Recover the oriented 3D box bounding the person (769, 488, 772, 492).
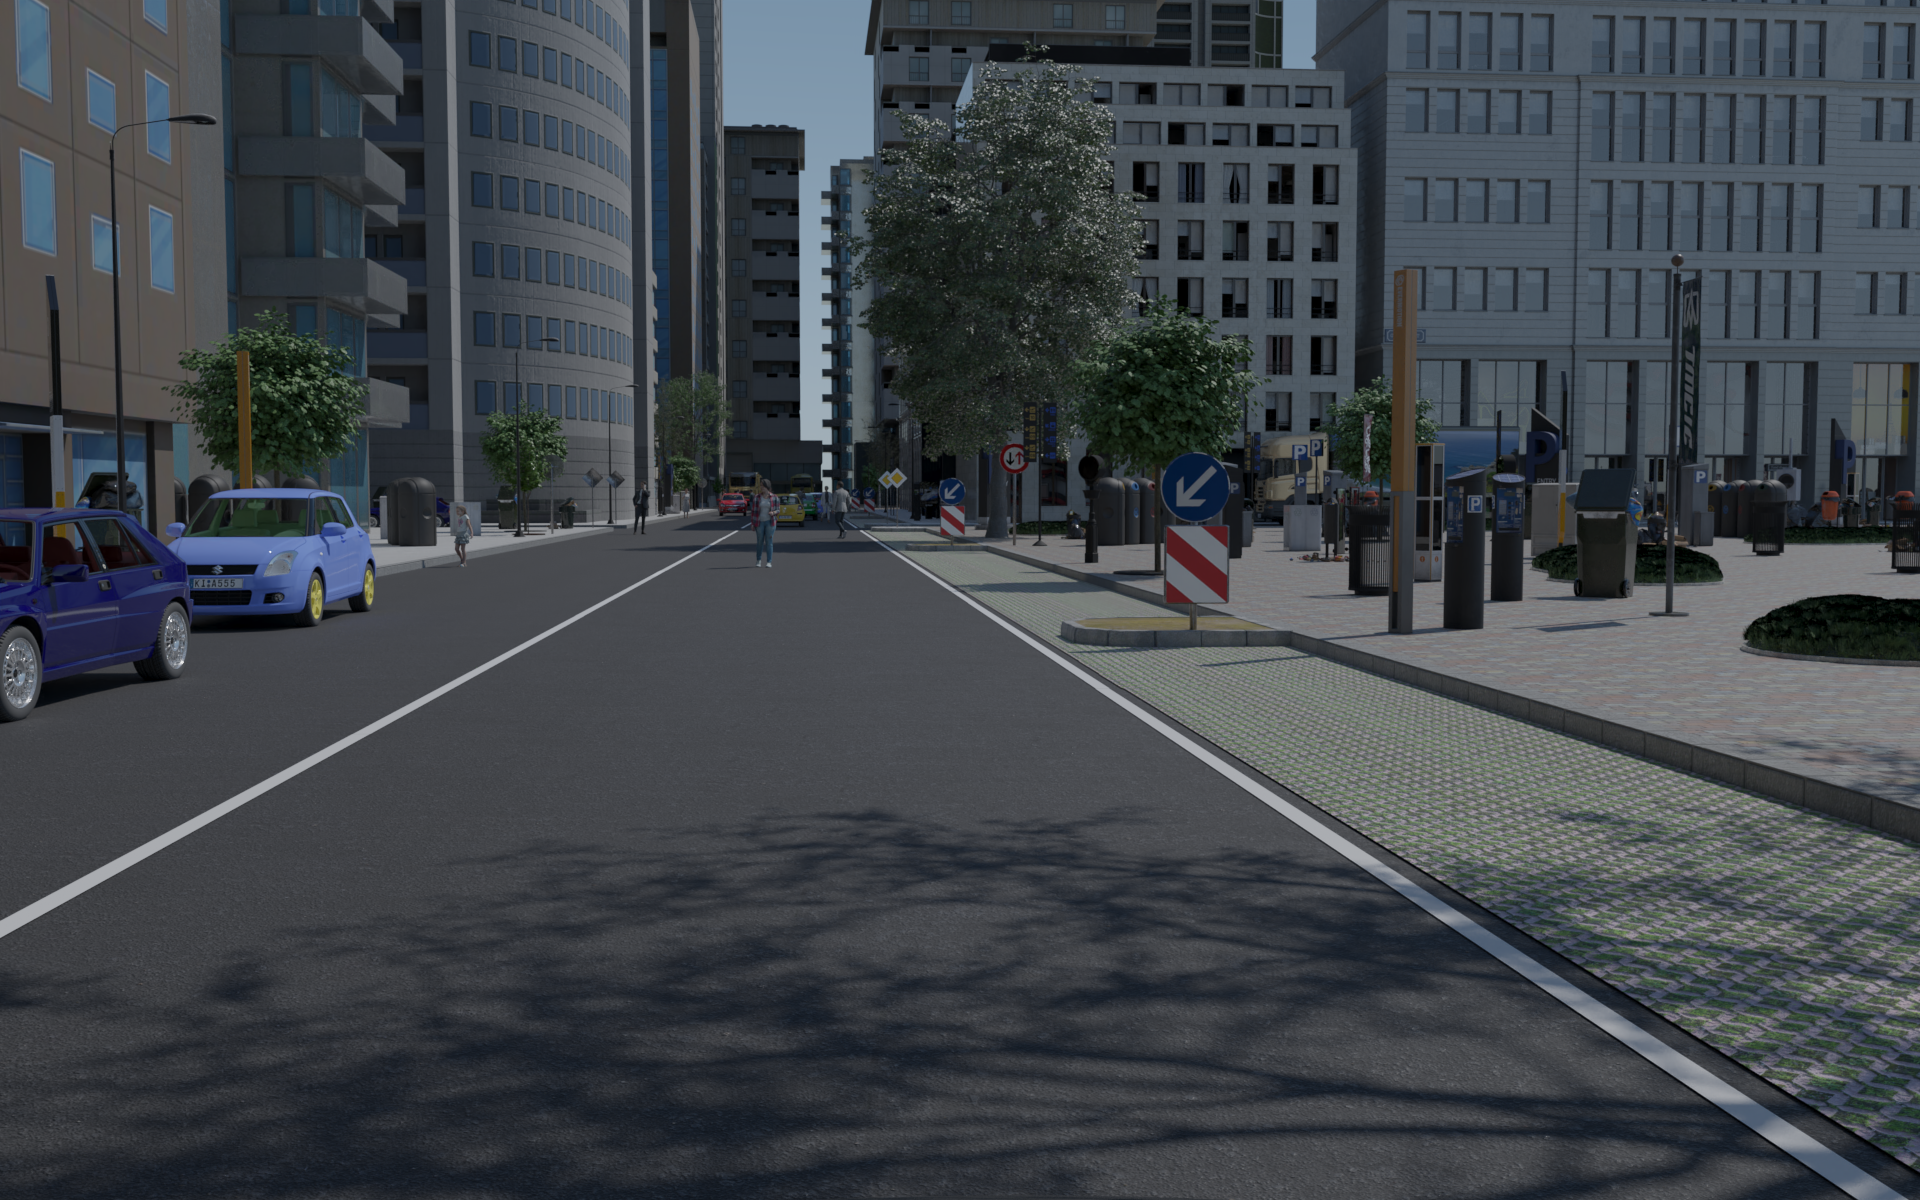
[{"bbox_3d":[-12.082,-6.217,110.023,0.818,1.842,0.514,-1,4,-18],"label":"person"}]

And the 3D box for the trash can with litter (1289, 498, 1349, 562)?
[{"bbox_3d":[7.153,-1.370,33.451,1.678,1.210,2.233,0,4,-6],"label":"trash can with litter"}]

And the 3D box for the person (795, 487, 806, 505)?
[{"bbox_3d":[-8.198,-4.898,88.765,0.592,1.802,0.473,3,4,36],"label":"person"}]

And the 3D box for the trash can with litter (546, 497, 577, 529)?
[{"bbox_3d":[-14.598,-3.183,63.434,1.055,1.170,0.624,-3,4,-36],"label":"trash can with litter"}]

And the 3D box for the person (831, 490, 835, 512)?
[{"bbox_3d":[-10.168,-7.948,138.722,0.678,1.792,0.850,-2,4,-33],"label":"person"}]

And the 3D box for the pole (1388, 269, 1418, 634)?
[{"bbox_3d":[4.061,-1.347,15.872,0.158,3.312,0.155,0,3,0],"label":"pole"}]

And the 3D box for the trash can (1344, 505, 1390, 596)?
[{"bbox_3d":[5.250,-0.633,22.003,0.748,1.137,0.748,0,3,0],"label":"trash can"}]

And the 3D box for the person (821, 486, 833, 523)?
[{"bbox_3d":[-6.597,-4.704,85.297,0.514,1.842,0.818,-2,4,-31],"label":"person"}]

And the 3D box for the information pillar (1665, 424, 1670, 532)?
[{"bbox_3d":[23.879,-4.084,58.132,0.183,3.616,0.504,0,4,2],"label":"information pillar"}]

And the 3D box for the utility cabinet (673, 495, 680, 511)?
[{"bbox_3d":[-19.549,-6.520,117.767,1.020,1.237,0.306,-3,5,-44],"label":"utility cabinet"}]

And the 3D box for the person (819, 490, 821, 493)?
[{"bbox_3d":[-15.710,-11.387,194.545,0.709,1.838,0.599,1,4,10],"label":"person"}]

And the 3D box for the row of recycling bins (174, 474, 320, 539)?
[{"bbox_3d":[-15.104,-1.769,36.039,3.534,1.692,1.069,0,4,-5],"label":"row of recycling bins"}]

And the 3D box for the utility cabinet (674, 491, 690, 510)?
[{"bbox_3d":[-21.493,-7.655,133.832,1.173,1.500,0.318,-2,4,-29],"label":"utility cabinet"}]

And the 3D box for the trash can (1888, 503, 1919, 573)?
[{"bbox_3d":[15.513,-1.011,28.186,0.748,1.137,0.748,0,3,0],"label":"trash can"}]

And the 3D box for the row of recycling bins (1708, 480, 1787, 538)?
[{"bbox_3d":[23.133,-2.690,51.100,1.069,1.692,3.534,0,4,-8],"label":"row of recycling bins"}]

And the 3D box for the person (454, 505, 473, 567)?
[{"bbox_3d":[-9.730,-1.259,34.100,0.505,1.210,0.382,2,4,33],"label":"person"}]

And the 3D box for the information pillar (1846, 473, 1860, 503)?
[{"bbox_3d":[30.935,-3.397,60.038,0.304,2.012,0.304,-3,4,-37],"label":"information pillar"}]

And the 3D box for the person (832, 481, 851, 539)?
[{"bbox_3d":[-3.784,-2.893,55.641,0.661,1.843,0.795,-3,5,-39],"label":"person"}]

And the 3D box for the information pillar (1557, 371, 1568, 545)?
[{"bbox_3d":[11.382,-2.530,32.720,0.183,3.616,0.504,1,4,14],"label":"information pillar"}]

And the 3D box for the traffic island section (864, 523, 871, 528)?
[{"bbox_3d":[-3.099,-3.188,74.399,2.009,0.180,2.903,0,4,-5],"label":"traffic island section"}]

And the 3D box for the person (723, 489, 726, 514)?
[{"bbox_3d":[-16.684,-6.912,122.081,0.524,1.755,0.480,0,4,-2],"label":"person"}]

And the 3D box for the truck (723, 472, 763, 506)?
[{"bbox_3d":[-19.270,-9.765,155.583,3.469,3.379,9.791,0,4,-4],"label":"truck"}]

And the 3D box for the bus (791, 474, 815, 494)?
[{"bbox_3d":[-19.137,-13.386,210.404,2.896,3.916,12.252,0,4,-4],"label":"bus"}]

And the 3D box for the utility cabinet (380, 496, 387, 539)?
[{"bbox_3d":[-15.962,-2.333,49.299,1.020,1.237,0.306,-1,4,-13],"label":"utility cabinet"}]

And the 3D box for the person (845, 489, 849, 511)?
[{"bbox_3d":[-9.089,-7.884,137.505,0.767,1.812,0.694,-1,4,-10],"label":"person"}]

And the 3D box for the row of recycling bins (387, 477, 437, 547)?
[{"bbox_3d":[-13.916,-2.241,43.750,1.069,1.692,3.534,-2,4,-24],"label":"row of recycling bins"}]

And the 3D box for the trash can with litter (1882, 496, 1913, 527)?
[{"bbox_3d":[35.432,-3.317,65.283,2.233,1.210,1.678,-2,4,-25],"label":"trash can with litter"}]

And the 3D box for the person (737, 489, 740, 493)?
[{"bbox_3d":[-17.332,-7.750,135.308,0.391,1.810,0.635,-1,4,-19],"label":"person"}]

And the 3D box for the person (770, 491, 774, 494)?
[{"bbox_3d":[-10.540,-5.326,97.398,0.330,1.601,0.589,0,4,0],"label":"person"}]

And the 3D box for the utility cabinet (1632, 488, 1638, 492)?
[{"bbox_3d":[24.869,-3.459,65.230,1.173,1.500,0.318,3,5,44],"label":"utility cabinet"}]

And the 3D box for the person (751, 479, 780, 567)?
[{"bbox_3d":[-3.810,-1.505,33.948,0.563,1.720,0.643,0,4,0],"label":"person"}]

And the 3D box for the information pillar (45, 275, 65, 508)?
[{"bbox_3d":[-9.612,-1.656,18.432,0.183,3.616,0.504,-2,4,-32],"label":"information pillar"}]

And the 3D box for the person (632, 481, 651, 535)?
[{"bbox_3d":[-11.301,-3.281,61.502,0.648,1.900,0.474,-1,4,-16],"label":"person"}]

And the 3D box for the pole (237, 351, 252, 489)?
[{"bbox_3d":[-10.263,-1.898,24.884,0.158,3.312,0.155,0,3,0],"label":"pole"}]

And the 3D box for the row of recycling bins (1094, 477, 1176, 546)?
[{"bbox_3d":[4.413,-2.272,44.263,1.069,1.692,3.534,2,4,35],"label":"row of recycling bins"}]

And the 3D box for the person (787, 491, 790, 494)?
[{"bbox_3d":[-17.800,-10.366,178.509,0.721,1.766,1.217,-2,4,-27],"label":"person"}]

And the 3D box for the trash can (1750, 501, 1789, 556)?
[{"bbox_3d":[16.876,-1.498,36.138,0.748,1.137,0.748,0,3,0],"label":"trash can"}]

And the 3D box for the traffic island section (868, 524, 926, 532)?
[{"bbox_3d":[-2.388,-2.701,66.445,2.009,0.180,2.903,0,4,-5],"label":"traffic island section"}]

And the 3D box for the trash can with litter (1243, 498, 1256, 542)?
[{"bbox_3d":[7.511,-2.111,45.907,0.624,1.170,1.055,1,4,15],"label":"trash can with litter"}]

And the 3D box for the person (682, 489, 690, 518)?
[{"bbox_3d":[-16.099,-5.677,101.895,0.480,1.755,0.524,-2,4,-29],"label":"person"}]

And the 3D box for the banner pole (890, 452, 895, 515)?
[{"bbox_3d":[-4.041,-6.946,103.580,0.401,3.779,0.863,1,4,15],"label":"banner pole"}]

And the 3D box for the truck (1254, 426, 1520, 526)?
[{"bbox_3d":[17.393,-5.099,72.289,11.283,4.237,2.839,0,4,-4],"label":"truck"}]

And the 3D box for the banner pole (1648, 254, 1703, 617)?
[{"bbox_3d":[7.486,-1.709,17.955,0.401,3.779,0.863,0,4,1],"label":"banner pole"}]

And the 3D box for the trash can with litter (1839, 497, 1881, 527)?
[{"bbox_3d":[29.575,-2.796,57.098,1.055,1.170,0.624,0,4,-5],"label":"trash can with litter"}]

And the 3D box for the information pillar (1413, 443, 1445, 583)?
[{"bbox_3d":[6.836,-1.270,25.252,0.304,2.012,0.304,-3,5,-41],"label":"information pillar"}]

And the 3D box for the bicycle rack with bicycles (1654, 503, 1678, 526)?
[{"bbox_3d":[27.967,-3.209,65.857,2.852,0.926,2.925,0,4,2],"label":"bicycle rack with bicycles"}]

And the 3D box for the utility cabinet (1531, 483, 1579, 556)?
[{"bbox_3d":[11.949,-1.585,34.598,0.318,1.500,1.173,-2,4,-26],"label":"utility cabinet"}]

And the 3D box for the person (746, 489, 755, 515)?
[{"bbox_3d":[-14.448,-6.808,120.158,0.721,1.781,0.623,0,4,7],"label":"person"}]

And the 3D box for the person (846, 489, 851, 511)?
[{"bbox_3d":[-8.355,-7.327,128.577,0.850,1.792,0.678,-2,4,-34],"label":"person"}]
